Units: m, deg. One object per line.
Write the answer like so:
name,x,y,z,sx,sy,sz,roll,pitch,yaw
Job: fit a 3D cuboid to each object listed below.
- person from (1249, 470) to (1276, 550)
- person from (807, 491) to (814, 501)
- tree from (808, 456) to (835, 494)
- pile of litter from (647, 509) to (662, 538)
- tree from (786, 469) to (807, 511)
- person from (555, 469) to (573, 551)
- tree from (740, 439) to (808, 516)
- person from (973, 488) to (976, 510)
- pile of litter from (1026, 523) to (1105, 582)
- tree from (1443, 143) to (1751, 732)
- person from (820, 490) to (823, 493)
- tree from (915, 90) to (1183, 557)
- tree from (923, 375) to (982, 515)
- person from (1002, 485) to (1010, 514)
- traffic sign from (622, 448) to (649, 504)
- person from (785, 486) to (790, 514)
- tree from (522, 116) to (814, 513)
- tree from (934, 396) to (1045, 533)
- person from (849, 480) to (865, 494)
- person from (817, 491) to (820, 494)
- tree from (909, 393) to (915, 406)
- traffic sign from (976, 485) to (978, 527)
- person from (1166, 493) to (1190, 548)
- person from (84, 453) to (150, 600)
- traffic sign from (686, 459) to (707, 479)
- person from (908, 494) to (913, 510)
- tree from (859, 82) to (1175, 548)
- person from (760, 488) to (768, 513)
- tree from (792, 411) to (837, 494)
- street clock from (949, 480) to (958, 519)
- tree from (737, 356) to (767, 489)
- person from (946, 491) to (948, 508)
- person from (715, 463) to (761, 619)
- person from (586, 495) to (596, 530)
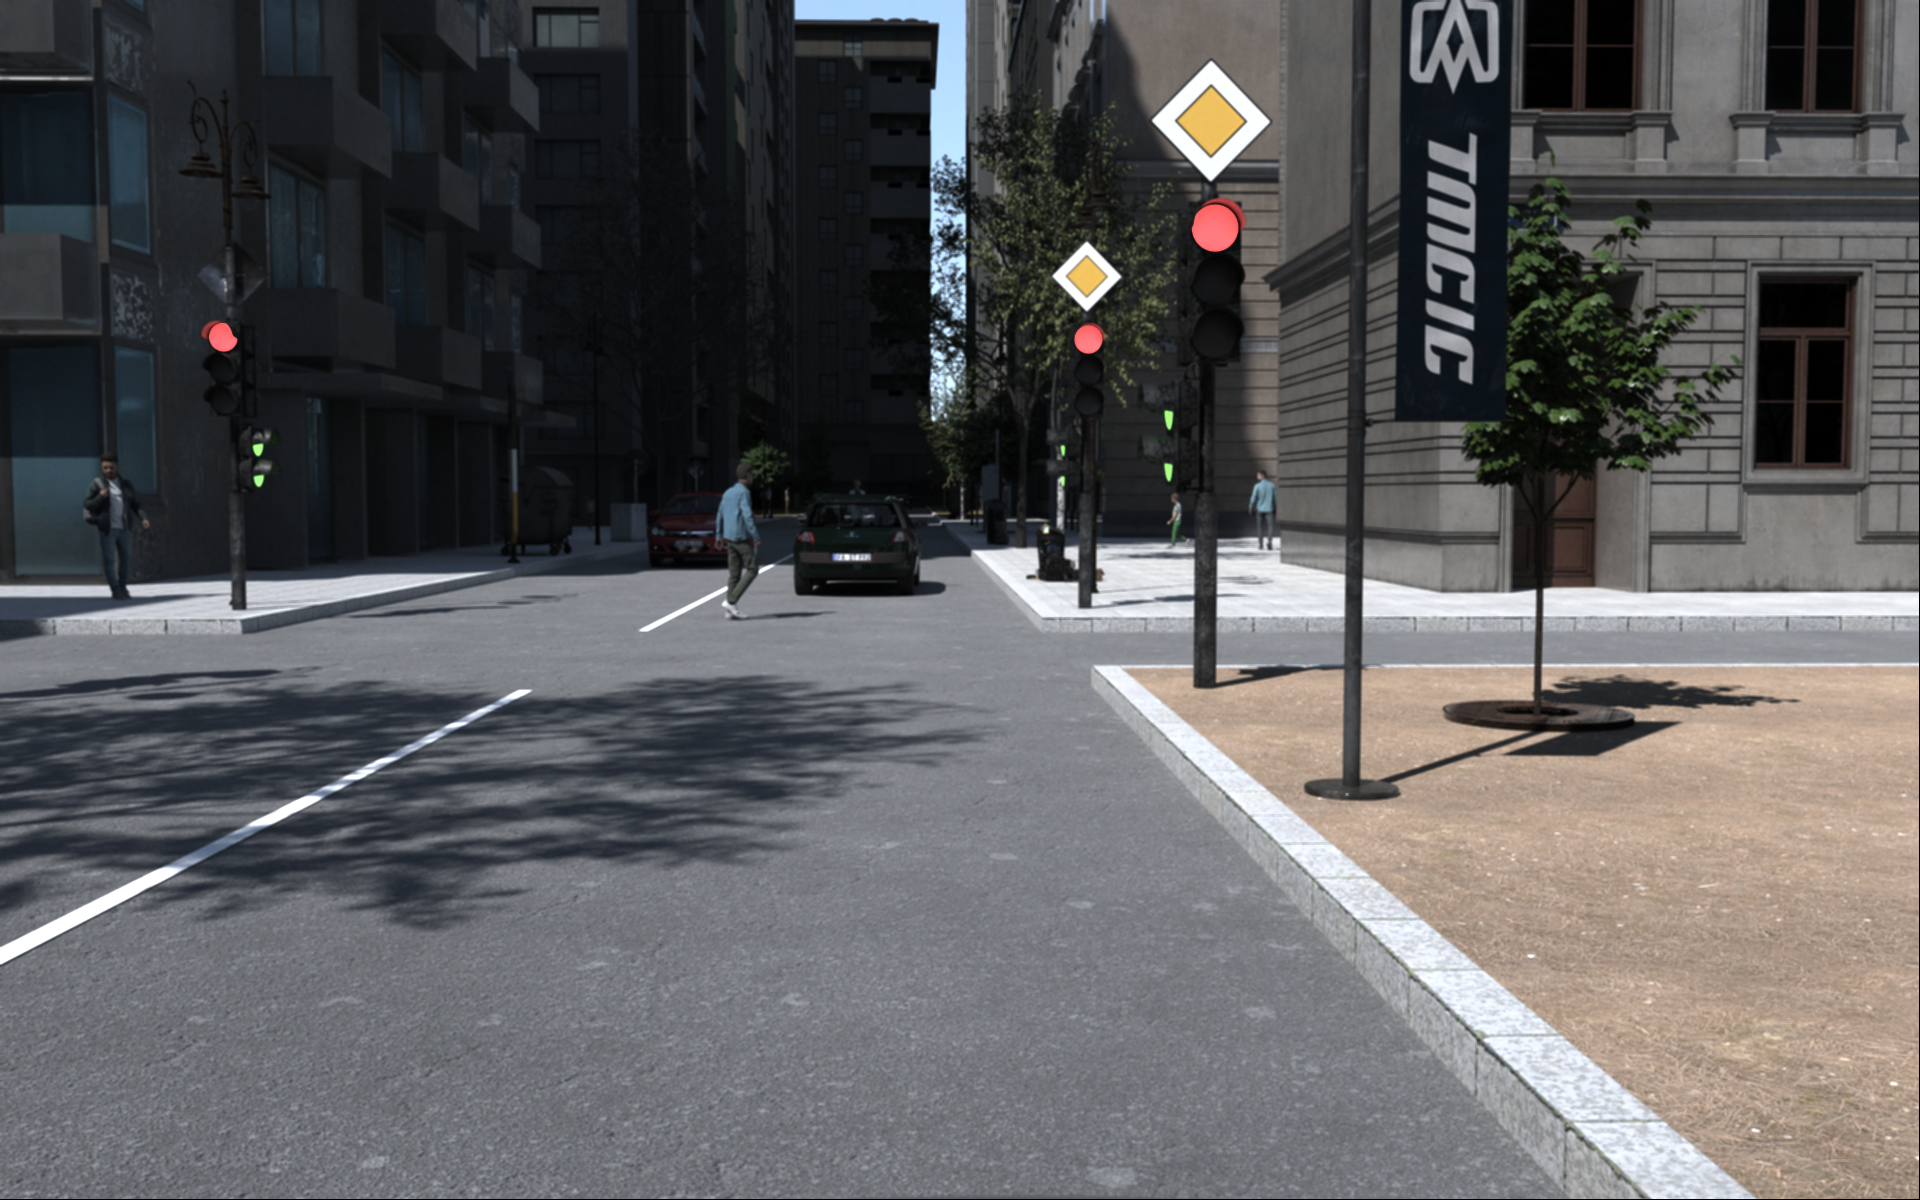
person,6.959,-2.069,39.727,0.638,1.841,0.748,1,4,9
person,-13.351,-9.217,156.672,1.348,1.831,0.705,0,4,-2
tree,-12.378,-10.071,148.377,4.285,4.588,4.351,0,3,0
pile of litter,-9.225,-2.264,50.976,1.176,0.858,1.719,0,3,0
tree,-12.530,-8.407,132.060,1.663,3.219,1.824,0,3,0
person,-8.984,-2.011,38.891,0.622,1.834,0.822,1,4,13
tree,-11.643,-7.318,103.368,4.285,4.588,4.351,0,3,0
person,1.291,-7.936,136.622,0.721,1.723,1.217,0,4,-6
pile of litter,1.583,-0.731,25.924,1.176,0.858,1.719,0,4,2
tree,3.187,-0.920,9.643,1.663,3.219,1.824,0,3,0
person,-13.662,-10.038,171.090,0.530,1.710,0.541,3,5,44
tree,2.142,-5.022,32.473,4.737,8.622,4.395,0,3,0
tree,-0.391,-9.460,105.038,4.360,8.622,3.978,0,3,0
person,1.775,-4.105,73.513,0.694,1.780,0.624,3,5,40
traffic sign,-9.032,-2.944,48.237,0.768,2.556,0.104,0,4,7
person,-10.928,-6.352,109.895,0.705,1.824,1.348,0,4,-3
tree,-10.071,-8.997,57.468,12.009,13.543,11.850,0,3,0
tree,1.152,-4.517,57.563,4.285,4.588,4.351,0,3,0
person,-3.001,-2.543,49.953,0.514,1.842,0.818,-3,5,-41
person,-13.614,-9.696,165.239,0.621,1.740,0.551,-1,4,-19
tree,-0.125,-8.107,82.919,4.737,8.622,4.395,0,3,0
traffic sign,0.659,-4.094,67.045,0.768,2.556,0.104,0,4,2
person,5.184,-1.885,41.103,0.590,1.304,0.306,0,4,-7
person,-10.278,-0.896,21.043,0.721,1.781,0.623,2,4,32
traffic sign,-9.793,-3.950,64.320,0.795,2.593,0.064,0,4,2
person,-4.480,-8.919,157.561,0.421,1.427,0.697,-1,4,-14
tree,1.279,-6.484,40.425,8.767,10.594,7.601,2,4,25
person,-13.025,-6.650,115.711,0.436,1.711,0.756,-3,5,-41
tree,-12.928,-12.453,153.969,4.360,8.622,3.978,0,3,0
street clock,-0.325,-5.216,89.849,0.358,2.002,0.471,-3,4,-36
tree,-11.445,-8.299,86.050,4.360,8.622,3.978,0,3,0
person,-1.011,-9.083,154.681,0.705,1.807,1.348,-2,4,-24
person,-2.541,-0.665,19.717,0.444,1.785,0.601,-2,4,-32
person,-13.156,-3.121,61.757,0.332,1.250,0.352,1,4,22
